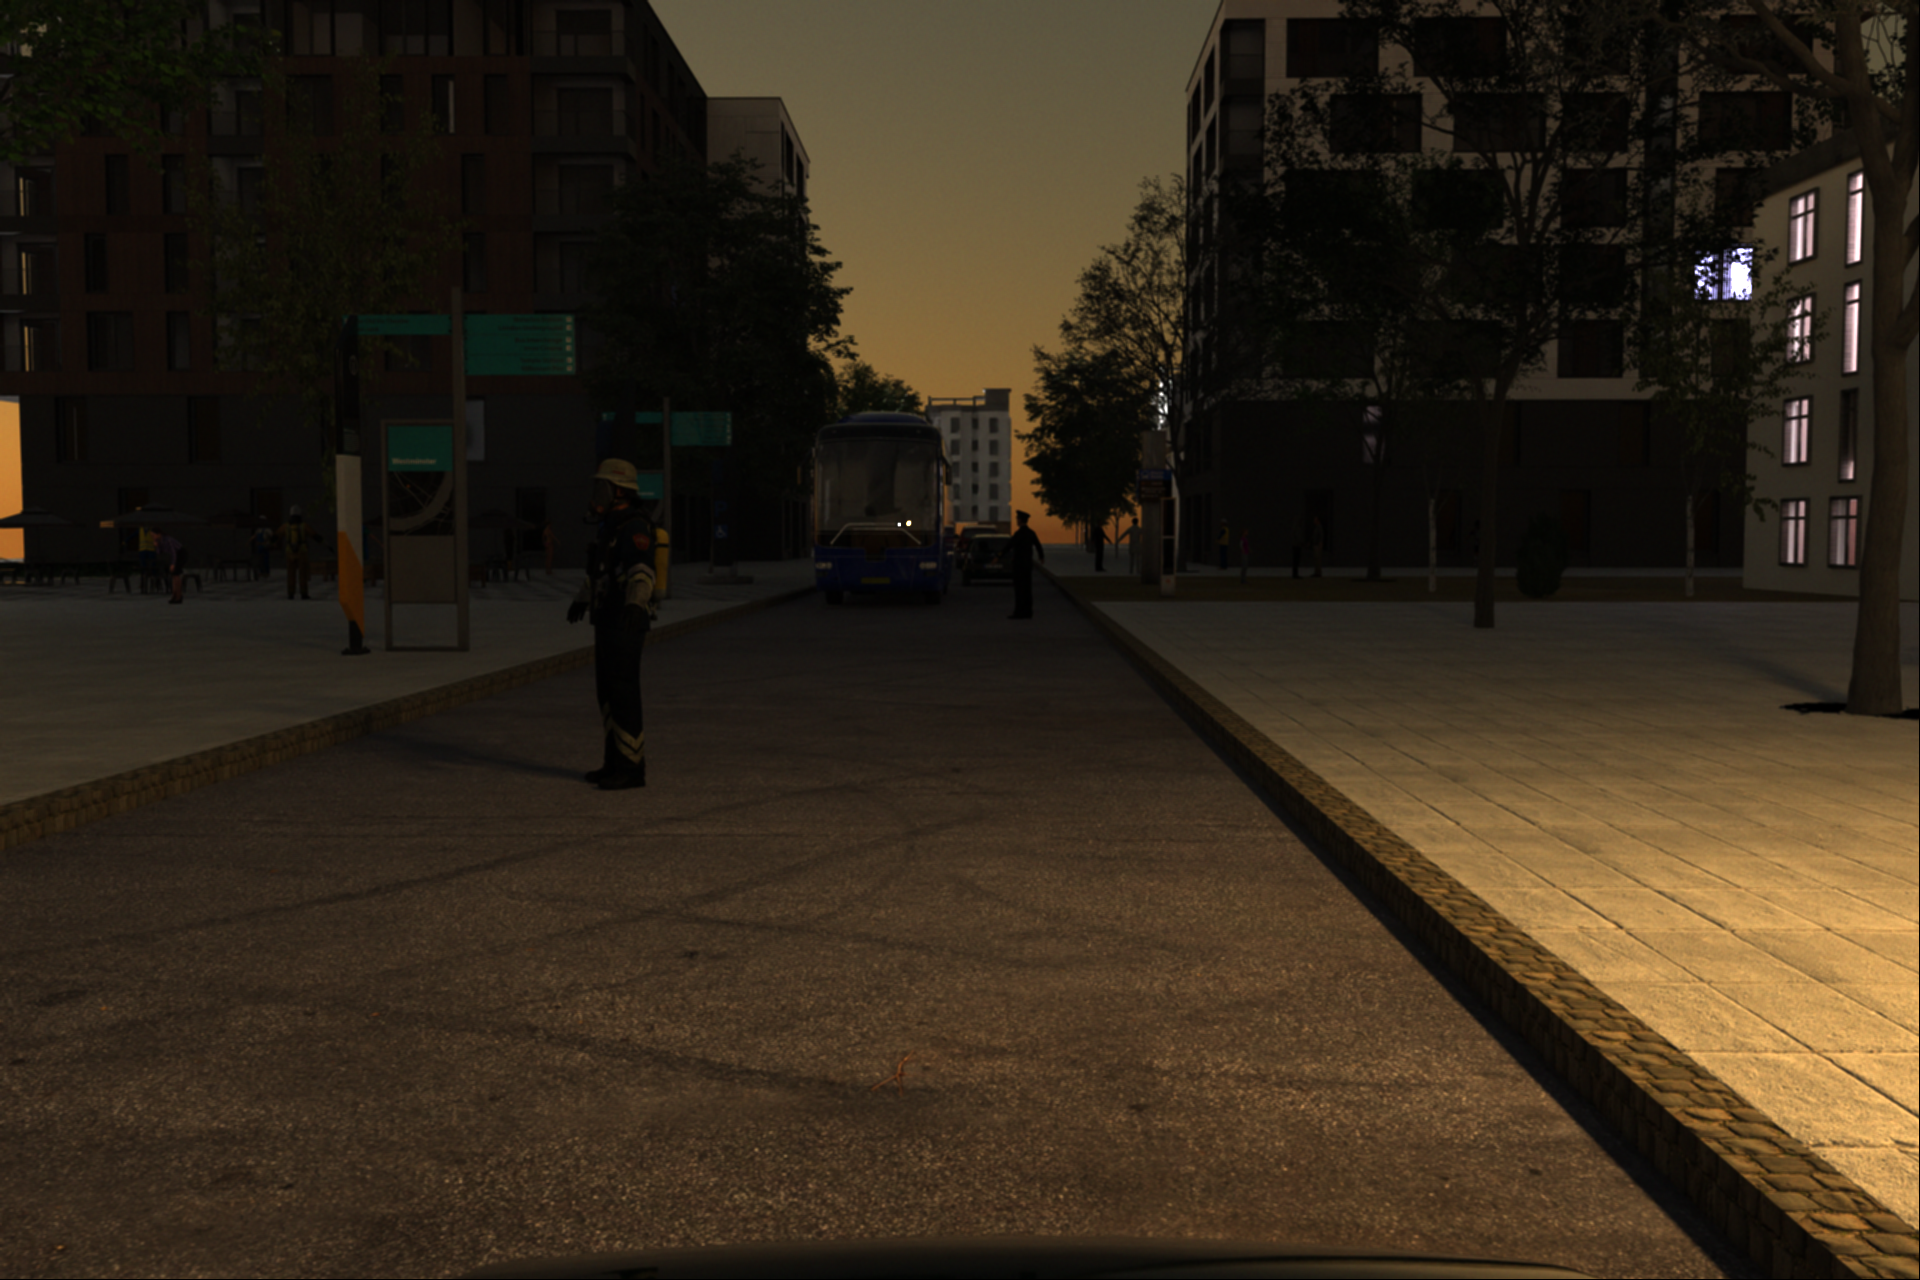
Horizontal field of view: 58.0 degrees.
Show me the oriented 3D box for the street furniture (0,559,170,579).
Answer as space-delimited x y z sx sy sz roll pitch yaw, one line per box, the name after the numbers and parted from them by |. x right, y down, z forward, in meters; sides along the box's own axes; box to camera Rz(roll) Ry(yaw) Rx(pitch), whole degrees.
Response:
-28.425 -2.165 51.021 10.072 0.657 5.734 -2 4 -32 | street furniture

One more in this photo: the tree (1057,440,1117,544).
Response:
16.628 -19.570 226.621 9.857 13.997 8.962 0 3 0 | tree

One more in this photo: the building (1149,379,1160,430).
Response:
27.847 -21.558 208.899 16.016 20.090 11.380 0 4 2 | building

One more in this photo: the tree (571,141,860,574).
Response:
-7.900 -9.120 55.768 9.857 13.997 8.962 0 3 0 | tree

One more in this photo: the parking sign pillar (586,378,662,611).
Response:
-5.813 -2.500 29.350 1.447 3.967 1.447 0 4 0 | parking sign pillar

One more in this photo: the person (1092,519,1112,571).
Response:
4.846 -3.275 59.778 0.704 1.802 1.346 2 4 33 | person

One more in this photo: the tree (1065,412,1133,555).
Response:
8.110 -9.495 105.602 4.360 8.622 3.978 0 3 0 | tree

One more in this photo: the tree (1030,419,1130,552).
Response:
9.267 -11.657 124.998 8.767 10.594 7.601 0 4 2 | tree

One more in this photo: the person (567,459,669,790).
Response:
-1.966 -0.098 9.844 0.705 1.856 1.354 -2 4 -26 | person

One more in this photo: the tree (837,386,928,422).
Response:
-6.001 -11.967 121.422 9.928 11.665 9.643 0 3 0 | tree

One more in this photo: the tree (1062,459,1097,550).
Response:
9.732 -11.470 137.890 4.360 8.622 3.978 0 3 0 | tree

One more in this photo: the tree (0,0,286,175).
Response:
-8.979 -5.328 12.861 9.928 11.665 9.643 0 3 0 | tree

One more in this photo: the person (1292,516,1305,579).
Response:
9.732 -2.676 49.874 0.705 1.813 1.348 0 4 5 | person

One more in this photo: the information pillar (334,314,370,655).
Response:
-6.459 -1.649 18.324 0.183 3.616 0.504 0 4 2 | information pillar

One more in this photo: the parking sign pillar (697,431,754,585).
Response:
-6.052 -3.433 44.597 1.447 3.967 1.447 0 4 2 | parking sign pillar

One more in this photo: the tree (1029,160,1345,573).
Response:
7.445 -9.017 57.800 12.009 13.543 11.850 0 3 0 | tree

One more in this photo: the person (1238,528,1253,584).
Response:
7.387 -2.161 44.598 0.599 1.433 0.991 1 4 22 | person

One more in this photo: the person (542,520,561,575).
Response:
-12.925 -2.936 54.814 0.721 1.733 1.217 -3 4 -38 | person

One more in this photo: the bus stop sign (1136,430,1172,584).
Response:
4.952 -3.380 44.282 0.837 3.901 0.837 0 4 0 | bus stop sign

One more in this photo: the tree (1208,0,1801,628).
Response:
6.955 -5.429 23.182 8.767 10.594 7.601 3 4 38 | tree

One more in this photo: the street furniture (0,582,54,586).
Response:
-25.565 -1.695 34.568 9.812 1.723 11.010 2 4 32 | street furniture

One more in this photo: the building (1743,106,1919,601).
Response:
22.718 -5.184 26.901 9.099 9.664 28.070 0 4 1 | building

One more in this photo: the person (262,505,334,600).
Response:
-13.015 -1.728 34.021 1.354 1.858 0.705 -1 4 -9 | person

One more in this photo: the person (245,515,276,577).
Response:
-20.978 -2.828 52.097 1.347 1.847 0.705 2 4 31 | person

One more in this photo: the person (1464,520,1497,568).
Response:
19.582 -3.619 65.313 1.345 1.843 0.704 3 5 44 | person

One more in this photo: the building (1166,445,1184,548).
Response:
24.407 -13.546 163.627 9.099 9.664 28.070 0 4 2 | building

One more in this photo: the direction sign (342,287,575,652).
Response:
-5.416 -1.874 19.395 2.525 3.948 1.411 0 4 2 | direction sign

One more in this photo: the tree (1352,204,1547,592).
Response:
10.560 -5.399 38.644 4.360 8.622 3.978 0 3 0 | tree

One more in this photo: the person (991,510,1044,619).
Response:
1.039 -1.279 29.308 0.705 1.837 1.347 3 5 41 | person

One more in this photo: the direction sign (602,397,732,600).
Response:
-5.694 -2.789 34.358 2.525 3.948 1.411 0 4 1 | direction sign

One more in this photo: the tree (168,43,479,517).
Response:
-9.209 -4.591 25.431 4.737 8.622 4.395 0 3 0 | tree

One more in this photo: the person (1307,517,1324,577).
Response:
10.680 -2.788 51.862 0.705 1.796 1.348 0 4 -5 | person

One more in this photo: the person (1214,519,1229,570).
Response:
9.417 -3.433 62.105 0.705 1.833 1.349 2 4 25 | person

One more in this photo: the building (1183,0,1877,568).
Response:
24.381 -14.559 82.006 27.936 21.610 32.646 0 4 2 | building

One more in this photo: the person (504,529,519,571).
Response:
-15.689 -3.319 60.395 0.704 1.812 1.346 -2 4 -30 | person

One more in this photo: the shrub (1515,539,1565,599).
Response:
11.530 -1.430 34.500 1.383 1.207 1.383 0 3 0 | shrub

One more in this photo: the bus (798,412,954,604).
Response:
-1.509 -2.870 38.479 2.896 3.916 12.251 0 4 1 | bus

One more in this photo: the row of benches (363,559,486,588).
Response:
-13.210 -1.620 41.958 4.104 0.672 1.422 2 4 24 | row of benches

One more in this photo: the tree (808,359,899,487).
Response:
-7.009 -10.814 102.570 9.928 11.665 9.643 0 3 0 | tree

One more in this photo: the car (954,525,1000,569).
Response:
0.863 -3.970 73.575 2.281 1.827 5.304 0 4 1 | car

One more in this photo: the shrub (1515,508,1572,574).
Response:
16.782 -2.775 49.797 1.690 2.028 1.600 0 3 0 | shrub

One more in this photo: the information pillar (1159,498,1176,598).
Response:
4.192 -1.865 34.991 0.304 2.012 0.304 0 4 0 | information pillar

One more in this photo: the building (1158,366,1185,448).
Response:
27.236 -20.574 192.806 16.016 20.090 11.380 0 4 2 | building

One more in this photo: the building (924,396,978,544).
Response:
-4.415 -22.682 229.722 11.380 20.090 16.016 0 4 6 | building

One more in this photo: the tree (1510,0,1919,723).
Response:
6.581 -6.204 11.809 12.009 13.543 11.850 0 3 0 | tree

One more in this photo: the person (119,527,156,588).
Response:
-19.466 -2.140 41.459 1.216 1.772 0.721 -1 4 -10 | person

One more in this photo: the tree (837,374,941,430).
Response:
-6.120 -14.242 139.508 9.857 13.997 8.962 0 3 0 | tree

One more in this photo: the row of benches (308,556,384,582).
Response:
-16.747 -2.016 48.428 1.422 0.672 4.104 1 4 19 | row of benches

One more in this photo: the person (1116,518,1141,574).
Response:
5.618 -3.013 55.451 1.347 1.806 0.705 1 4 21 | person

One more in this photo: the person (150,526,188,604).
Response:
-14.504 -1.377 31.791 0.421 1.427 0.697 2 4 32 | person

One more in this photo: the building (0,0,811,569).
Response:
-22.353 -14.399 79.394 27.936 21.610 32.646 0 4 1 | building

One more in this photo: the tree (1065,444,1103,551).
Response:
8.765 -11.122 132.210 4.360 8.622 3.978 0 3 0 | tree

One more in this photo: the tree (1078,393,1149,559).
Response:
8.207 -8.596 90.907 4.737 8.622 4.395 0 3 0 | tree

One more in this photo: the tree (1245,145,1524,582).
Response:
11.384 -7.391 46.601 9.928 11.665 9.643 0 3 0 | tree

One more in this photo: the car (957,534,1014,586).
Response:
0.916 -2.402 49.059 2.009 1.686 4.222 0 4 0 | car

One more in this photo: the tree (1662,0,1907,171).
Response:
28.247 -12.014 52.313 12.611 20.169 13.585 0 3 0 | tree

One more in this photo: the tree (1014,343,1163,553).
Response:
8.744 -12.750 115.114 9.857 13.997 8.962 0 3 0 | tree

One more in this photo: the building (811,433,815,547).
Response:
-23.498 -20.240 161.857 19.493 23.208 18.063 0 4 1 | building

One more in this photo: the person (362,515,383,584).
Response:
-15.381 -2.343 44.435 1.347 1.817 0.704 1 4 19 | person

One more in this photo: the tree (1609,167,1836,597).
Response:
14.966 -5.177 35.005 4.737 8.622 4.395 0 3 0 | tree
